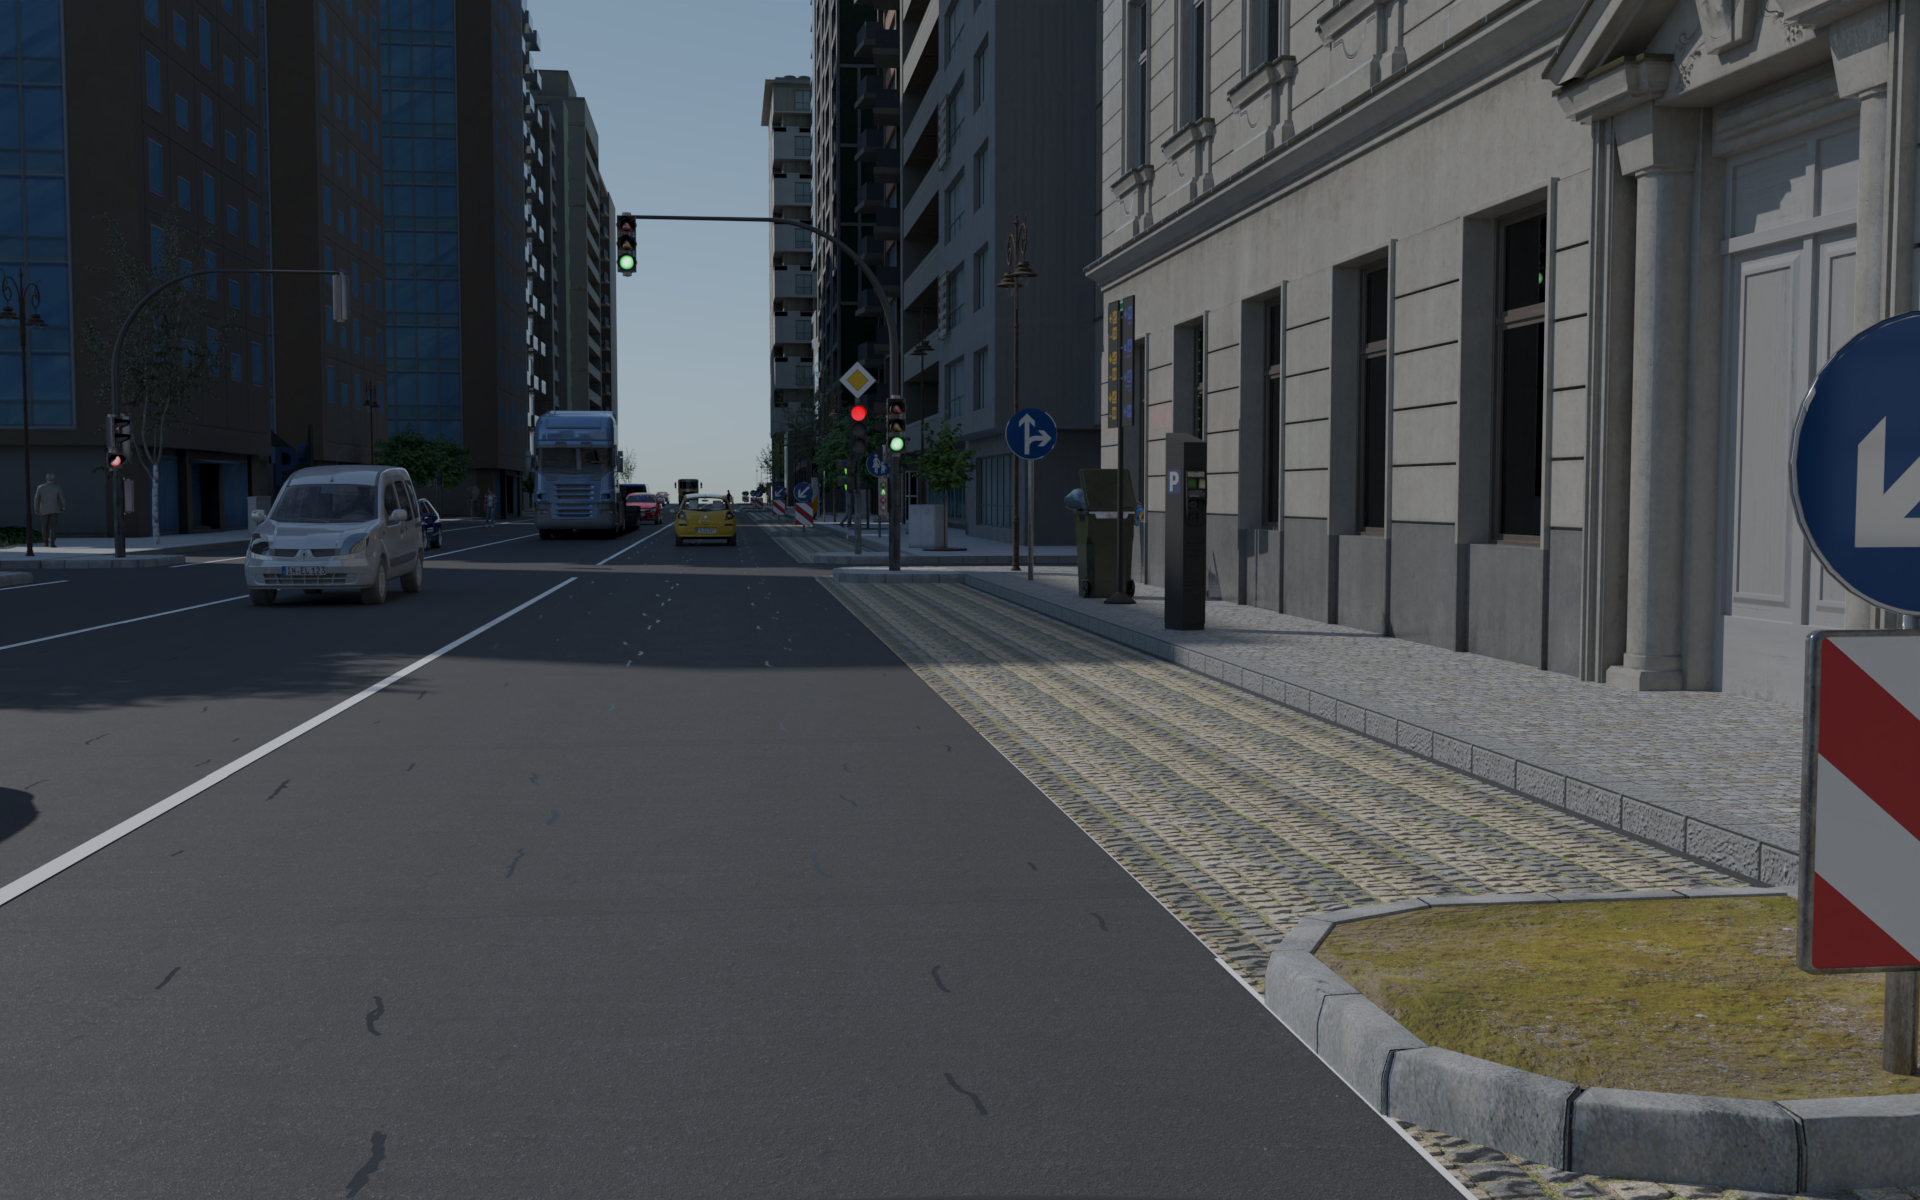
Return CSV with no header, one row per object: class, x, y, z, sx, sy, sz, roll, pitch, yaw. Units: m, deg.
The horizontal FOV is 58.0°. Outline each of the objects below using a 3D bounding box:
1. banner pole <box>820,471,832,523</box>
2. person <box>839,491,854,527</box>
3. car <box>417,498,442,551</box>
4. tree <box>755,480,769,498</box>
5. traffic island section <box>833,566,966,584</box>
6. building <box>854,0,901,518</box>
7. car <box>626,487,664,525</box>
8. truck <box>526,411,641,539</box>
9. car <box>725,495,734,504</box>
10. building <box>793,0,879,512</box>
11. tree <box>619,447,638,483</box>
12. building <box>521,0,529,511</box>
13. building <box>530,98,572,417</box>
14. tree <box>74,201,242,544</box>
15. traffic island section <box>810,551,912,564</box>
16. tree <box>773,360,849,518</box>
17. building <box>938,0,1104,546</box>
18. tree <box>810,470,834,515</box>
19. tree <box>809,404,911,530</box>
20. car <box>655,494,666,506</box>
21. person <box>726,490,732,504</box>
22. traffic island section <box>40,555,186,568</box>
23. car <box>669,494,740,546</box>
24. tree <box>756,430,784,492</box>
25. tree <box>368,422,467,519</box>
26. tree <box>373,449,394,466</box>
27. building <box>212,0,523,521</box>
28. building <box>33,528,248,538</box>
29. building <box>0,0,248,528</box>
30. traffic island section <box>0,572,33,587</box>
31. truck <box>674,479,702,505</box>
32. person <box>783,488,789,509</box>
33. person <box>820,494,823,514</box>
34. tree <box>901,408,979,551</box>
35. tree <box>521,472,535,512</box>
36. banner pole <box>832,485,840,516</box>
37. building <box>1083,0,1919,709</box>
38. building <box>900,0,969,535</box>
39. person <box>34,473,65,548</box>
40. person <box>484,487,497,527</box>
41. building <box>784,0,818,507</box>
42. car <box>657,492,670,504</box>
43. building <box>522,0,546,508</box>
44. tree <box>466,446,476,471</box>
banner pole,-6.095,-5.366,77.757,0.401,3.779,0.863,0,4,-5
person,-4.225,-3.699,66.649,0.853,1.813,0.709,-1,4,-22
car,-14.474,-1.961,44.642,1.945,1.354,3.894,-1,4,-8
tree,-27.922,-15.150,242.295,1.663,3.219,1.824,0,3,0
traffic island section,-1.082,-0.413,29.029,2.009,0.180,2.903,0,4,-8
building,5.570,-27.060,97.060,22.147,44.769,28.867,0,4,-8
car,-15.138,-4.485,82.378,2.155,1.783,4.494,0,4,-7
truck,-13.077,-4.412,61.894,2.967,4.110,18.799,0,4,-8
car,-34.734,-15.069,258.734,2.083,1.381,4.827,-1,4,-8
building,-3.489,-43.243,145.279,20.563,71.187,20.611,0,4,-8
tree,-51.387,-19.342,266.609,4.360,8.622,3.978,0,3,0
building,-42.699,-35.379,120.443,21.231,58.520,28.212,0,4,-8
building,-46.801,-29.968,173.569,14.154,41.232,14.086,0,4,-8
tree,-20.554,-5.735,44.136,4.360,8.622,3.978,0,3,0
traffic island section,-2.153,-0.897,36.943,2.009,0.180,2.903,0,4,-8
tree,-7.963,-8.803,94.295,4.360,8.622,3.978,0,3,0
building,7.095,-22.128,45.394,14.086,41.232,14.154,0,4,-8
tree,-8.296,-6.957,108.342,1.663,3.219,1.824,0,3,0
tree,-3.386,-4.848,62.971,4.285,4.588,4.351,0,3,0
car,-35.881,-11.818,205.026,2.131,1.459,4.920,-1,4,-9
person,-20.394,-8.798,152.362,0.705,1.822,1.348,2,4,25
traffic island section,-16.960,-0.775,34.951,2.009,0.180,2.903,0,4,-8
car,-7.241,-2.385,49.217,2.015,1.641,3.980,-1,4,-9
tree,-20.984,-15.093,197.137,4.737,8.622,4.395,0,3,0
tree,-25.143,-5.817,78.822,4.285,4.588,4.351,0,3,0
tree,-24.551,-4.861,74.071,1.663,3.219,1.824,0,3,0
building,-33.048,-27.496,99.668,14.600,45.320,14.200,0,4,-8
building,-31.457,-24.774,55.163,14.600,45.320,14.200,0,4,-8
building,-34.339,-26.118,77.134,14.600,45.320,14.200,0,4,-8
traffic island section,-15.889,-0.291,27.038,2.009,0.180,2.903,0,4,-8
truck,-34.636,-13.755,220.825,3.469,3.379,9.791,-1,4,-9
person,-14.549,-8.457,144.326,0.705,1.823,1.348,-2,4,-27
person,-8.910,-6.365,110.297,0.511,1.800,0.466,1,4,16
tree,-0.289,-2.719,39.052,1.663,3.219,1.824,0,3,0
tree,-31.532,-8.100,127.042,1.663,3.219,1.824,0,3,0
banner pole,-7.294,-6.850,102.019,0.401,3.779,0.863,2,4,29
building,12.918,-14.072,6.493,17.030,29.872,44.131,0,4,-8
building,9.431,-26.929,63.993,21.300,48.544,21.600,0,4,-8
person,-21.875,-2.153,41.638,0.661,1.777,0.834,-2,4,-28
person,-20.334,-4.016,74.998,0.563,1.720,0.643,-1,4,-14
building,-5.795,-52.466,170.491,22.319,86.520,31.000,0,4,-8
car,-44.472,-15.289,258.639,2.281,1.827,5.304,0,4,-6
building,-48.400,-32.472,150.530,23.786,49.044,30.456,0,4,-8
tree,-27.108,-6.547,90.758,4.285,4.588,4.351,0,3,0
